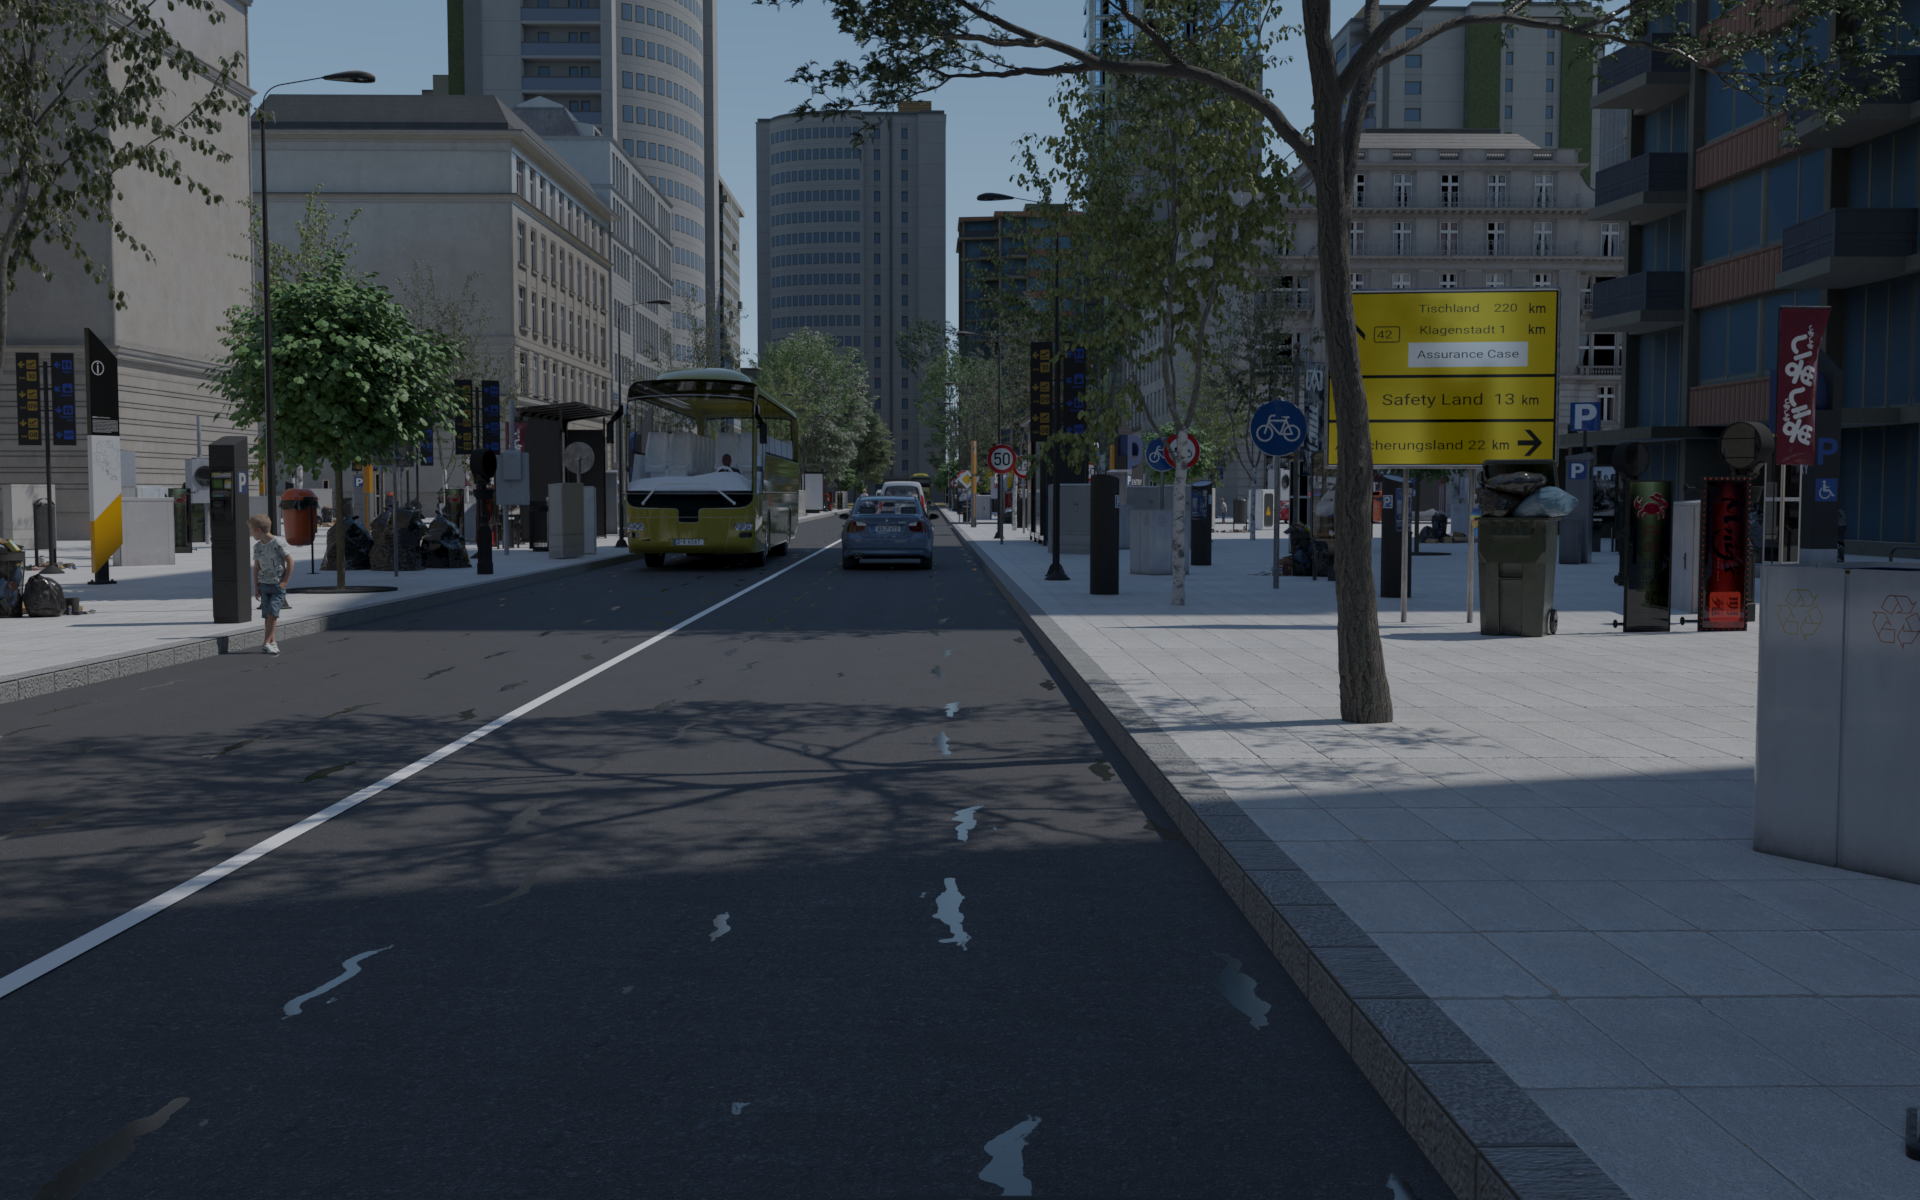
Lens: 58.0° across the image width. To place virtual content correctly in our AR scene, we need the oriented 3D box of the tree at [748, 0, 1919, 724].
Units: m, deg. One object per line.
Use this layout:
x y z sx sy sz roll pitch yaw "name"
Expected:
2.020 -4.604 9.683 7.601 10.594 8.767 2 4 32 "tree"

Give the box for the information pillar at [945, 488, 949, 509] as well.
-1.105 -9.053 152.500 0.304 2.012 0.304 1 4 12 "information pillar"

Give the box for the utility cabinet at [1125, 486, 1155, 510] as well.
5.133 -2.369 47.411 1.173 1.500 0.318 0 4 -2 "utility cabinet"

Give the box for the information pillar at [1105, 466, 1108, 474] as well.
11.613 -8.930 137.354 0.183 3.616 0.504 -2 4 -30 "information pillar"

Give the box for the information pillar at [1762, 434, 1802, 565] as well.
10.063 -1.022 21.202 0.304 2.012 0.304 -1 4 -19 "information pillar"

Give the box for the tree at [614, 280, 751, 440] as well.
-9.166 -6.660 59.248 4.360 8.622 3.978 0 3 0 "tree"

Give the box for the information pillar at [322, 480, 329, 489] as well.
-32.777 -5.200 89.511 0.304 2.012 0.304 -2 4 -25 "information pillar"

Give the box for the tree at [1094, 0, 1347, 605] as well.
2.524 -4.262 20.046 4.737 8.622 4.395 0 3 0 "tree"

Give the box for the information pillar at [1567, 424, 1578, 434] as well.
20.472 -4.063 57.790 0.504 3.616 0.183 0 4 1 "information pillar"

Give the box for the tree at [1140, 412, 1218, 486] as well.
8.627 -5.242 69.428 4.285 4.588 4.351 0 3 0 "tree"

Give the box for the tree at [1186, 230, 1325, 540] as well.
8.163 -5.976 48.073 4.360 8.622 3.978 0 3 0 "tree"

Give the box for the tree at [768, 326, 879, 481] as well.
-10.823 -13.696 130.587 9.857 13.997 8.962 0 3 0 "tree"

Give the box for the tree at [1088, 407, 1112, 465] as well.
10.799 -11.701 141.675 4.360 8.622 3.978 0 3 0 "tree"

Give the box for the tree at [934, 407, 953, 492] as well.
0.927 -9.985 113.616 4.360 8.622 3.978 0 3 0 "tree"

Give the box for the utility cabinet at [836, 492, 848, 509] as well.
-10.257 -8.643 149.999 0.318 1.500 1.173 3 5 43 "utility cabinet"

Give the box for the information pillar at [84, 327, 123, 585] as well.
-12.162 -2.033 24.590 0.183 3.616 0.504 2 4 24 "information pillar"

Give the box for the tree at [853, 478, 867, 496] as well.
-11.719 -12.944 206.243 1.663 3.219 1.824 0 3 0 "tree"

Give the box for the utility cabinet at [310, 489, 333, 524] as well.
-26.851 -3.891 72.302 1.173 1.500 0.318 -2 4 -33 "utility cabinet"

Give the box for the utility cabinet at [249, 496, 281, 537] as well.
-21.111 -2.524 52.426 1.020 1.237 0.306 -1 4 -18 "utility cabinet"

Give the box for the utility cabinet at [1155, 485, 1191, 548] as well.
5.274 -1.968 40.852 1.173 1.500 0.318 1 4 11 "utility cabinet"

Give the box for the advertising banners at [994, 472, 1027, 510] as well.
2.388 -5.396 84.418 2.074 3.025 0.090 -3 4 -37 "advertising banners"

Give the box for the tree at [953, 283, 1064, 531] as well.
1.898 -6.759 60.876 4.360 8.622 3.978 0 3 0 "tree"

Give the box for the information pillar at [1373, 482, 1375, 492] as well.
13.490 -4.035 57.334 0.504 3.616 0.183 0 4 0 "information pillar"

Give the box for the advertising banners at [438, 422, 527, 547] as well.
-11.501 -2.796 41.909 2.074 3.025 0.090 0 4 -3 "advertising banners"

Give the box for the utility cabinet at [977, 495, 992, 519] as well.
1.089 -4.683 87.723 1.020 1.237 0.306 1 4 20 "utility cabinet"

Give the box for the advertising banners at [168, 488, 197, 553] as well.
-17.602 -2.515 37.308 2.074 3.025 0.090 -1 4 -14 "advertising banners"

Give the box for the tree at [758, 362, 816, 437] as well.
-10.148 -8.903 95.921 4.737 8.622 4.395 0 3 0 "tree"

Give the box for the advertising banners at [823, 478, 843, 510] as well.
-10.486 -8.847 140.834 2.074 3.025 0.090 -1 4 -10 "advertising banners"

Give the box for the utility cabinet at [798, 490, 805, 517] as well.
-9.115 -5.418 97.268 0.318 1.500 1.173 2 4 28 "utility cabinet"

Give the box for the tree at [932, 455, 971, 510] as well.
-0.346 -9.722 142.661 4.285 4.588 4.351 0 3 0 "tree"

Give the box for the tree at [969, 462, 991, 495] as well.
1.191 -6.722 104.504 1.663 3.219 1.824 0 3 0 "tree"

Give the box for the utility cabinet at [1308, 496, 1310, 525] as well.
14.347 -3.511 68.571 1.020 1.237 0.306 0 4 8 "utility cabinet"

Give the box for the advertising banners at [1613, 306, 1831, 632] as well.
7.102 -1.219 16.112 2.074 3.025 0.090 0 4 -8 "advertising banners"

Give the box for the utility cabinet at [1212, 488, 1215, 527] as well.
9.132 -3.513 66.119 1.173 1.500 0.318 2 4 29 "utility cabinet"

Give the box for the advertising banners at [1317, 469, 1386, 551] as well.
8.890 -2.635 39.263 2.074 3.025 0.090 -1 4 -22 "advertising banners"

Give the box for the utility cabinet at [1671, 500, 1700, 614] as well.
8.069 -0.481 19.028 0.306 1.237 1.020 1 4 11 "utility cabinet"

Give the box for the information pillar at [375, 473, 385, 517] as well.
-20.466 -3.463 61.113 0.304 2.012 0.304 -1 4 -15 "information pillar"

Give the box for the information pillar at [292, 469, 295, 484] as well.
-34.640 -6.033 89.998 0.183 3.616 0.504 -1 4 -14 "information pillar"

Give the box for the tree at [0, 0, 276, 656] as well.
-7.699 -3.873 13.690 4.360 8.622 3.978 0 3 0 "tree"

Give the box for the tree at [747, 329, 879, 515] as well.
-9.915 -11.142 107.924 9.928 11.665 9.643 0 3 0 "tree"

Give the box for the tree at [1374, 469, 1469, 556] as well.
9.754 -3.233 36.574 4.285 4.588 4.351 0 3 0 "tree"

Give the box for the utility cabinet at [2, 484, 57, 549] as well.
-21.408 -1.905 39.833 0.318 1.500 1.173 1 4 21 "utility cabinet"

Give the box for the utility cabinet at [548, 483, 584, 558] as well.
-7.885 -1.588 34.649 0.318 1.500 1.173 0 4 8 "utility cabinet"

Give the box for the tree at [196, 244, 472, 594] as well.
-8.279 -2.391 22.804 4.285 4.588 4.351 0 3 0 "tree"

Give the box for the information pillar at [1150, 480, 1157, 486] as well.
10.410 -5.426 93.204 0.304 2.012 0.304 -2 4 -25 "information pillar"

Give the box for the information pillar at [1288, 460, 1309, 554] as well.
7.266 -1.998 37.161 0.304 2.012 0.304 -2 4 -31 "information pillar"

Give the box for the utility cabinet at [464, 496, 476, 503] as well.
-19.628 -3.581 69.711 1.020 1.237 0.306 1 4 14 "utility cabinet"

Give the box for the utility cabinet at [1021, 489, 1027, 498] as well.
3.395 -4.358 79.930 1.173 1.500 0.318 -2 4 -33 "utility cabinet"

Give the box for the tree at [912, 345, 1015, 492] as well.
0.230 -11.994 121.857 9.928 11.665 9.643 0 3 0 "tree"

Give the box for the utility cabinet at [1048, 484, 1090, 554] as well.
2.460 -1.733 37.017 1.173 1.500 0.318 2 4 32 "utility cabinet"

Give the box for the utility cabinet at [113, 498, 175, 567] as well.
-14.657 -1.218 31.077 0.306 1.237 1.020 3 4 36 "utility cabinet"

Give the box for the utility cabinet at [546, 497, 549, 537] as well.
-9.501 -1.885 41.980 1.020 1.237 0.306 1 4 15 "utility cabinet"
